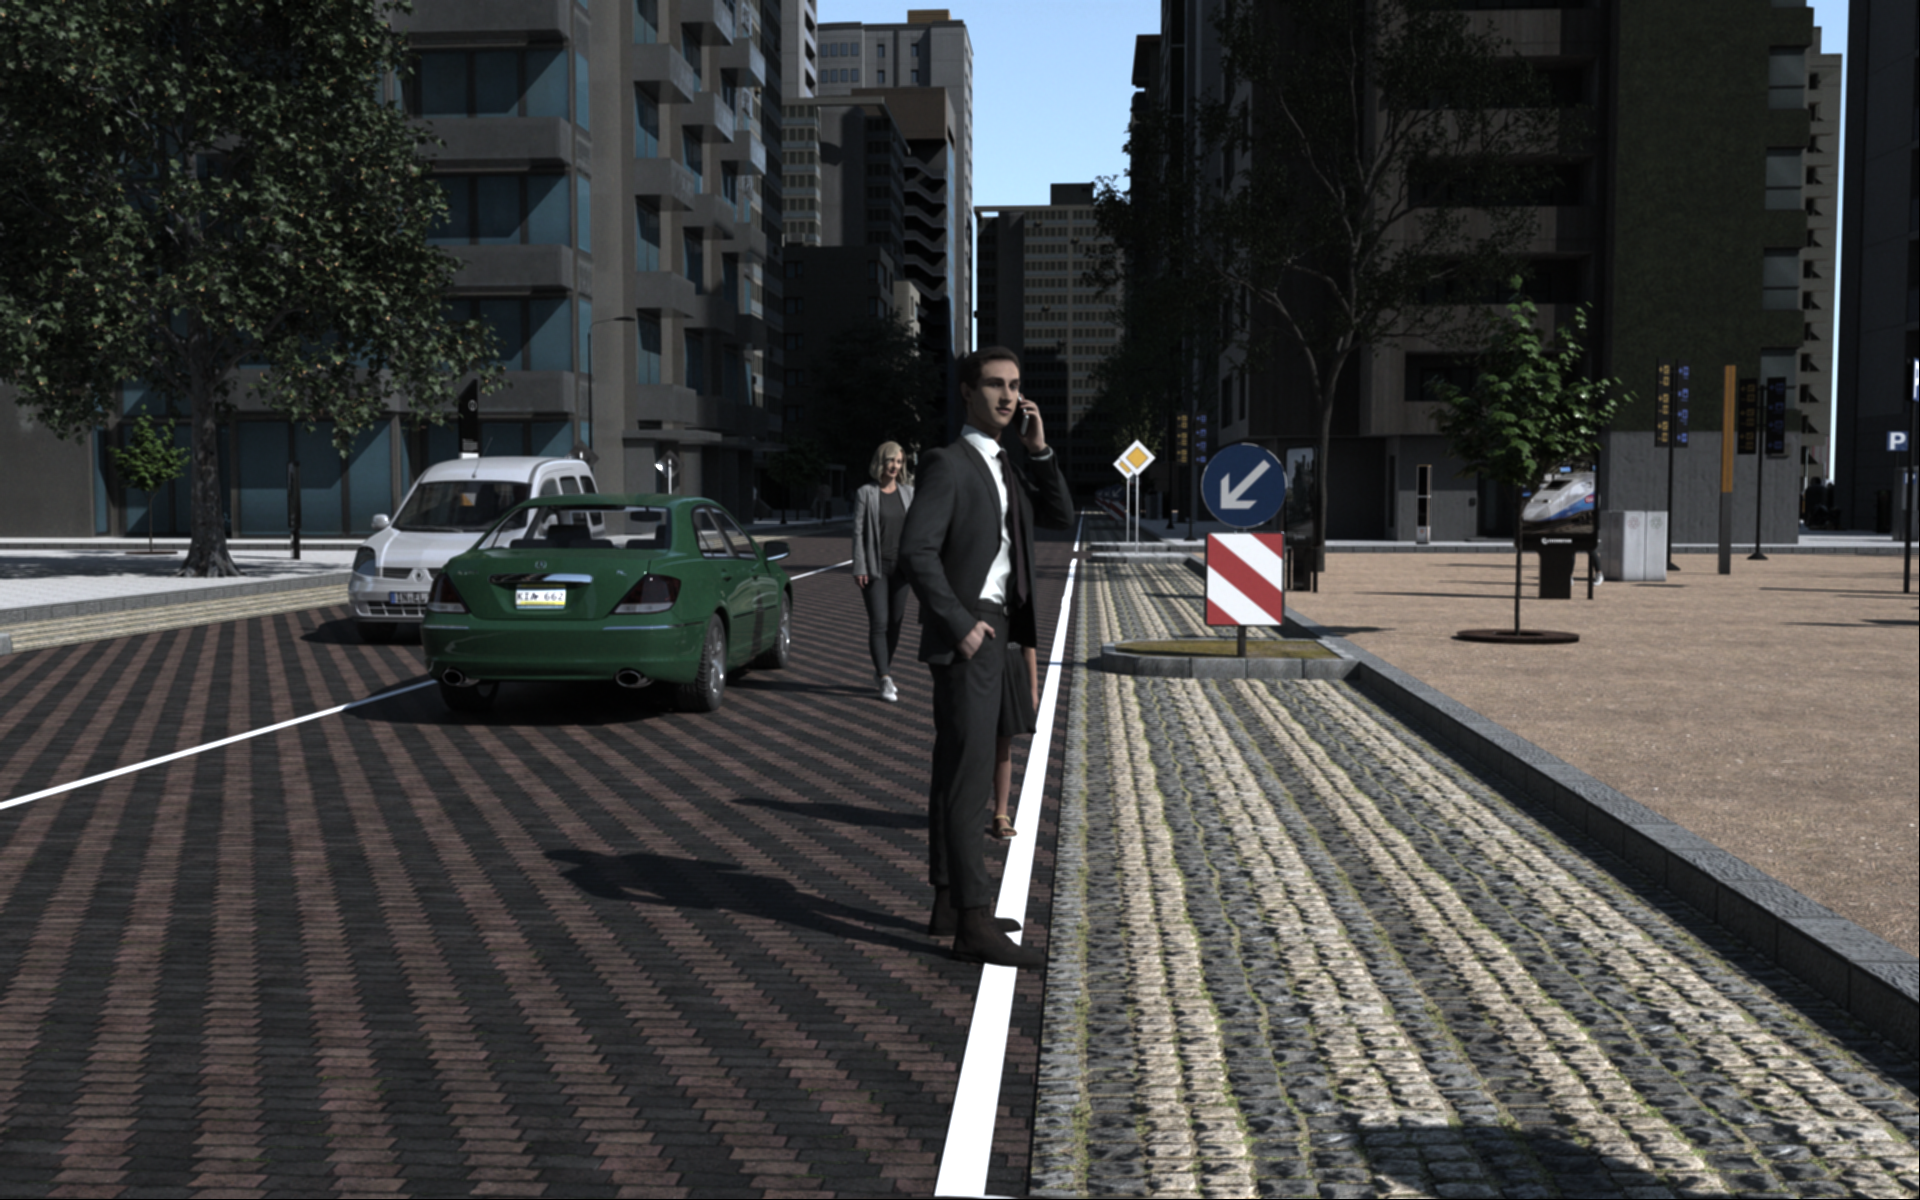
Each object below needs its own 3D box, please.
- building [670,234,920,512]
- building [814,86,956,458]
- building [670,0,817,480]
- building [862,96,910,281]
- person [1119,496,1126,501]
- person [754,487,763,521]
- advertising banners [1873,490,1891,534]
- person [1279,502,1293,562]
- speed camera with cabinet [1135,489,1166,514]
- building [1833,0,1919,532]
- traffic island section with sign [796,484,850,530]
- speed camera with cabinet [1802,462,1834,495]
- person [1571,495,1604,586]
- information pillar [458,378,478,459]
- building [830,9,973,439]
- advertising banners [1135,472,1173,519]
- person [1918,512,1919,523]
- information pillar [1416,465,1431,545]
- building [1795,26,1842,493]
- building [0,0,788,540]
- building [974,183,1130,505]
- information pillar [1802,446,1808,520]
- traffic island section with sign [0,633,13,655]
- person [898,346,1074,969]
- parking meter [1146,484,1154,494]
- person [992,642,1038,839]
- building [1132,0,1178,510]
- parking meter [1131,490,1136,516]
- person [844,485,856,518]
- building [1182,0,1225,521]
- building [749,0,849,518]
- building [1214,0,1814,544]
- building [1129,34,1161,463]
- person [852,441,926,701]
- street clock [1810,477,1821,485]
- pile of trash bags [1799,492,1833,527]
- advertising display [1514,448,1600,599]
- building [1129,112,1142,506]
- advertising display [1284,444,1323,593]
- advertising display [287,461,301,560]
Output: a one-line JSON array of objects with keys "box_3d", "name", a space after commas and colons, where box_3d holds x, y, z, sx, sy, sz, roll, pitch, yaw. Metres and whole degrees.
[{"box_3d": [-18.278, -17.805, 136.151, 27.650, 21.520, 28.899, 0, 4, 4], "name": "building"}, {"box_3d": [-8.068, -32.892, 187.898, 14.200, 45.320, 14.600, 0, 4, 4], "name": "building"}, {"box_3d": [-29.851, -39.413, 186.408, 28.212, 58.520, 21.231, 0, 4, 4], "name": "building"}, {"box_3d": [-18.137, -28.821, 163.111, 32.217, 40.220, 23.993, 0, 4, 4], "name": "building"}, {"box_3d": [15.111, -9.691, 164.471, 1.348, 1.826, 0.705, 0, 4, 8], "name": "person"}, {"box_3d": [-9.647, -4.576, 80.969, 0.850, 1.850, 0.679, -1, 4, -15], "name": "person"}, {"box_3d": [30.443, -3.641, 55.717, 0.090, 3.025, 2.074, -2, 4, -30], "name": "advertising banners"}, {"box_3d": [6.177, -1.610, 32.707, 0.374, 1.781, 0.599, -1, 4, -19], "name": "person"}, {"box_3d": [12.036, -7.028, 109.251, 2.038, 3.252, 0.660, -1, 4, -22], "name": "speed camera with cabinet"}, {"box_3d": [45.456, -31.208, 52.253, 28.212, 58.520, 21.231, 0, 4, 4], "name": "building"}, {"box_3d": [-5.525, -3.772, 70.297, 1.989, 1.847, 2.006, 0, 4, 4], "name": "traffic island section with sign"}, {"box_3d": [53.422, -6.942, 107.831, 2.038, 3.252, 0.660, -1, 4, -23], "name": "speed camera with cabinet"}, {"box_3d": [8.735, -1.096, 24.140, 0.728, 1.800, 0.709, -2, 4, -24], "name": "person"}, {"box_3d": [-9.892, -2.665, 34.925, 0.183, 3.616, 0.504, 2, 4, 27], "name": "information pillar"}, {"box_3d": [-12.654, -41.202, 215.655, 28.212, 58.520, 21.231, 0, 4, 4], "name": "building"}, {"box_3d": [10.031, -5.741, 90.053, 2.074, 3.025, 0.090, 0, 4, -5], "name": "advertising banners"}, {"box_3d": [22.449, -1.899, 39.829, 0.678, 1.792, 0.850, 0, 4, -1], "name": "person"}, {"box_3d": [11.806, -2.423, 44.110, 0.304, 2.012, 0.304, 2, 4, 25], "name": "information pillar"}, {"box_3d": [77.554, -33.934, 178.524, 21.600, 48.544, 21.300, 0, 4, 4], "name": "building"}, {"box_3d": [-19.427, -27.021, 61.407, 23.786, 49.044, 30.456, 0, 4, 4], "name": "building"}, {"box_3d": [14.035, -32.255, 219.243, 23.993, 40.220, 32.217, 0, 4, 4], "name": "building"}, {"box_3d": [41.237, -5.696, 84.485, 0.183, 3.616, 0.504, 2, 4, 30], "name": "information pillar"}, {"box_3d": [-9.531, -0.397, 15.115, 1.989, 1.847, 2.006, 0, 4, 4], "name": "traffic island section with sign"}, {"box_3d": [0.104, 0.144, 5.515, 0.474, 1.900, 0.648, 1, 4, 15], "name": "person"}, {"box_3d": [10.764, -5.643, 97.975, 0.255, 1.863, 0.399, -3, 4, -37], "name": "parking meter"}, {"box_3d": [0.150, 0.363, 7.238, 0.362, 1.253, 0.373, -1, 4, -13], "name": "person"}, {"box_3d": [24.580, -42.866, 139.112, 20.563, 71.187, 20.611, 0, 4, 4], "name": "building"}, {"box_3d": [10.069, -5.611, 100.142, 0.372, 1.533, 0.369, 0, 3, 0], "name": "parking meter"}, {"box_3d": [-5.960, -5.367, 94.146, 0.623, 1.781, 0.721, -1, 4, -14], "name": "person"}, {"box_3d": [22.708, -33.725, 93.406, 21.231, 58.520, 28.212, 0, 4, 4], "name": "building"}, {"box_3d": [-23.375, -24.921, 99.340, 32.217, 40.220, 23.993, 0, 4, 4], "name": "building"}, {"box_3d": [15.147, -17.079, 50.939, 14.107, 30.474, 14.160, 0, 4, 4], "name": "building"}, {"box_3d": [27.315, -31.184, 164.483, 22.147, 44.769, 28.867, 0, 4, 4], "name": "building"}, {"box_3d": [-0.445, -0.220, 12.283, 0.709, 1.800, 0.728, -1, 4, -19], "name": "person"}, {"box_3d": [36.610, -4.256, 74.148, 0.358, 2.002, 0.471, 0, 4, -2], "name": "street clock"}, {"box_3d": [33.596, -3.510, 67.142, 3.447, 1.369, 1.912, -1, 4, -14], "name": "pile of trash bags"}, {"box_3d": [7.270, -0.973, 21.125, 0.974, 1.923, 0.123, 0, 4, 8], "name": "advertising display"}, {"box_3d": [25.219, -30.743, 186.246, 14.154, 41.232, 14.086, 0, 4, 4], "name": "building"}, {"box_3d": [4.534, -1.084, 22.930, 0.123, 1.923, 0.974, -1, 4, -13], "name": "advertising display"}, {"box_3d": [-13.130, -1.771, 34.166, 0.123, 1.923, 0.974, -2, 4, -28], "name": "advertising display"}]
